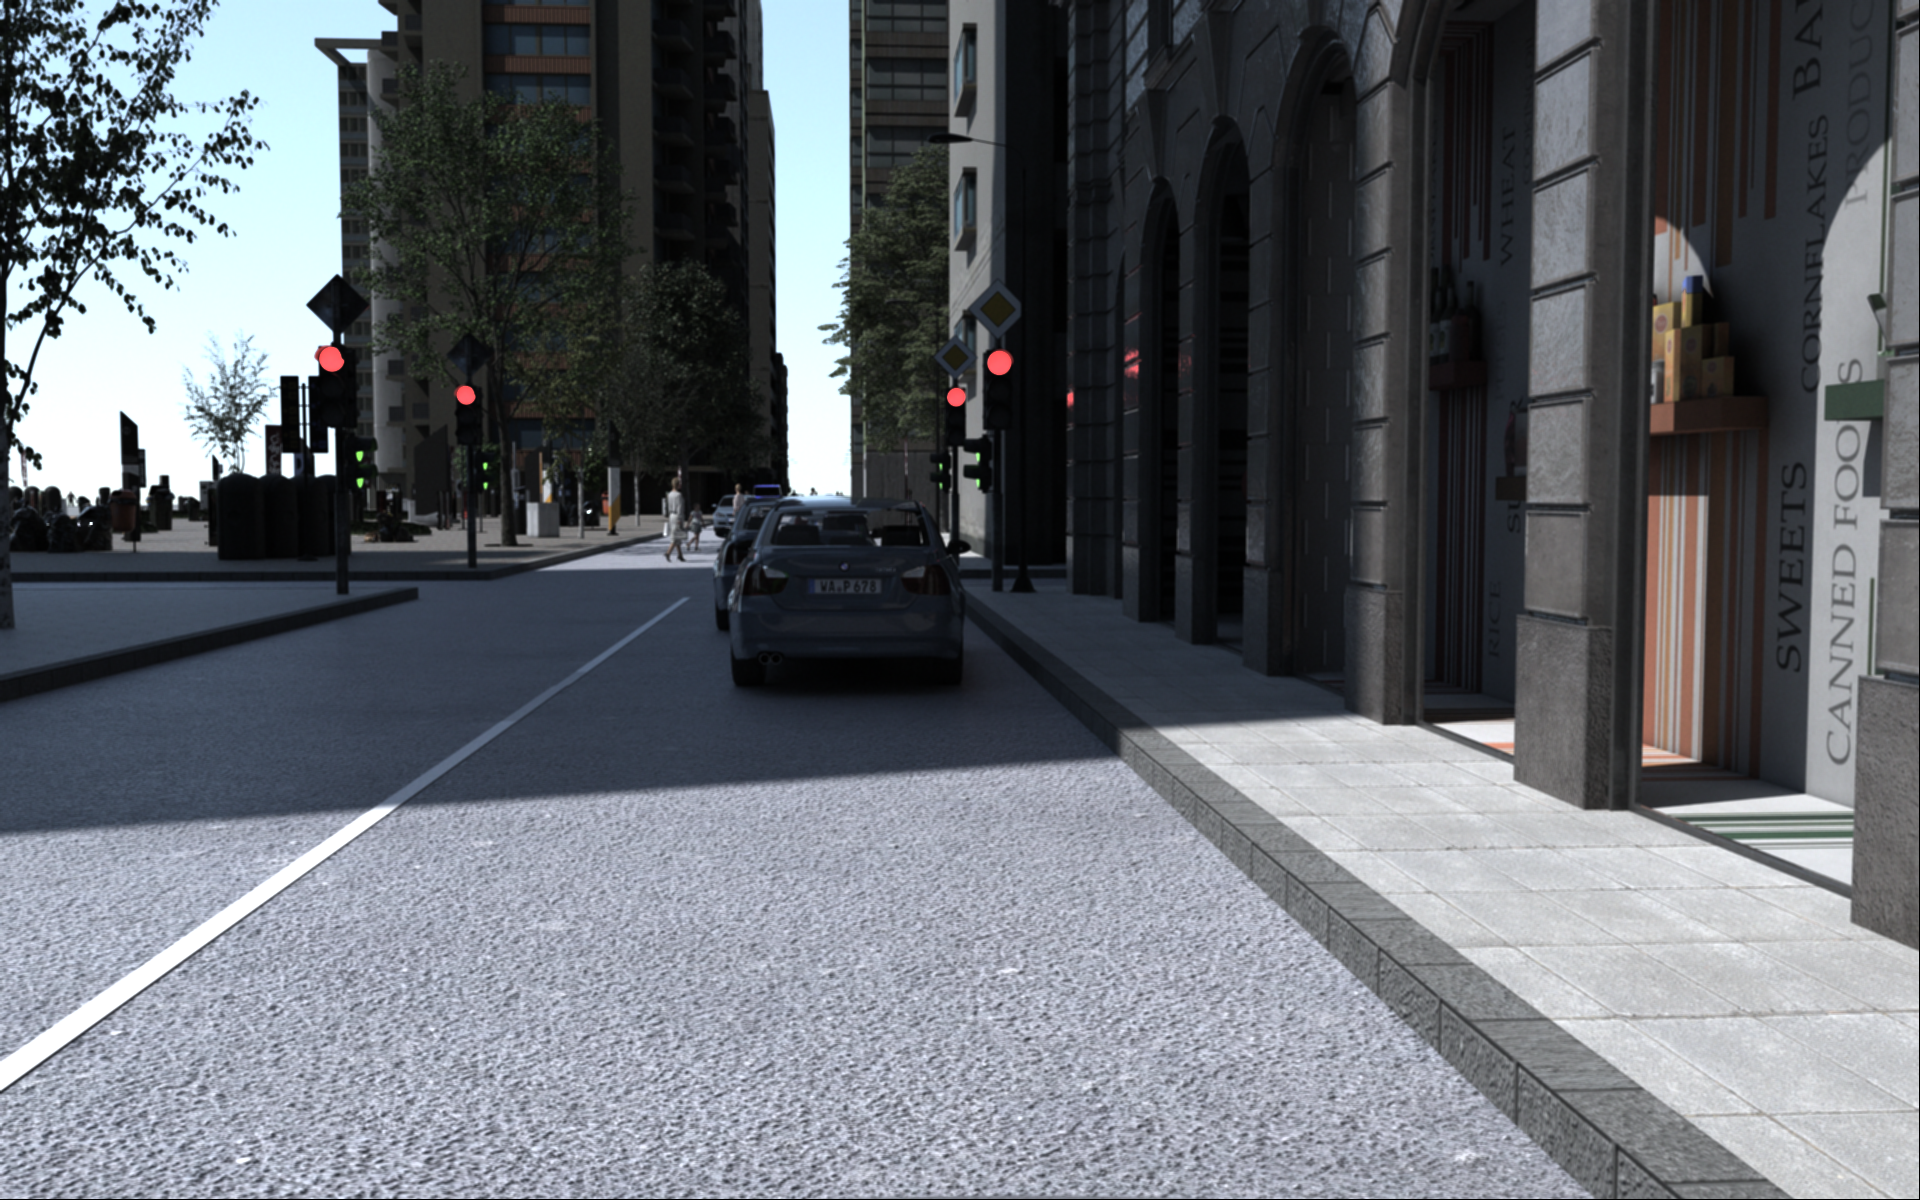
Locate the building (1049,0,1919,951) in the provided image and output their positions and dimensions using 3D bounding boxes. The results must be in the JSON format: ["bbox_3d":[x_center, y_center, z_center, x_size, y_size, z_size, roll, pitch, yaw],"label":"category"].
[{"bbox_3d":[8.075,-10.349,11.012,13.314,21.916,24.055,0,4,-4],"label":"building"}]

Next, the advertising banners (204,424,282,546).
[{"bbox_3d":[-17.753,-2.867,43.067,0.090,3.025,2.074,3,5,44],"label":"advertising banners"}]

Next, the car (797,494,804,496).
[{"bbox_3d":[-16.360,-10.075,174.952,2.015,1.641,3.980,0,4,-4],"label":"car"}]

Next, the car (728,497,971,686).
[{"bbox_3d":[-0.892,-0.139,14.270,2.014,1.417,4.499,0,4,-2],"label":"car"}]

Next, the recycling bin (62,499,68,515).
[{"bbox_3d":[-50.488,-5.171,97.098,0.722,1.027,0.722,-1,4,-18],"label":"recycling bin"}]

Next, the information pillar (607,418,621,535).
[{"bbox_3d":[-10.769,-3.824,53.881,0.183,3.616,0.504,2,4,28],"label":"information pillar"}]

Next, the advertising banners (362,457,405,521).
[{"bbox_3d":[-27.540,-5.280,82.513,2.074,3.025,0.090,-2,4,-35],"label":"advertising banners"}]

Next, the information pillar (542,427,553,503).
[{"bbox_3d":[-14.434,-4.235,60.590,0.504,3.616,0.183,3,5,42],"label":"information pillar"}]

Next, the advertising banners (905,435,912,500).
[{"bbox_3d":[-1.503,-3.312,50.346,0.090,3.025,2.074,0,4,-5],"label":"advertising banners"}]

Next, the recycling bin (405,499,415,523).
[{"bbox_3d":[-21.630,-3.468,69.258,0.722,1.027,0.722,0,4,-8],"label":"recycling bin"}]

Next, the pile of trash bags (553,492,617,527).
[{"bbox_3d":[-14.774,-3.575,68.212,3.447,1.369,1.912,2,4,35],"label":"pile of trash bags"}]

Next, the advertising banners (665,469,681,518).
[{"bbox_3d":[-15.425,-5.939,93.295,0.090,3.025,2.074,-2,4,-35],"label":"advertising banners"}]

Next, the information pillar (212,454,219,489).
[{"bbox_3d":[-43.672,-6.745,101.640,0.183,3.616,0.504,1,4,14],"label":"information pillar"}]

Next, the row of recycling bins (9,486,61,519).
[{"bbox_3d":[-48.330,-5.038,89.483,3.534,1.692,1.069,-1,4,-8],"label":"row of recycling bins"}]

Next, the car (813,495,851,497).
[{"bbox_3d":[-3.132,-1.778,41.068,2.014,1.417,4.499,0,4,-3],"label":"car"}]

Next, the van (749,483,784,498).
[{"bbox_3d":[-12.435,-6.563,111.693,2.240,2.365,5.245,0,4,-5],"label":"van"}]

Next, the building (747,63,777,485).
[{"bbox_3d":[-32.164,-35.169,198.721,21.300,48.544,21.600,0,4,-4],"label":"building"}]

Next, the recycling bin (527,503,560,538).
[{"bbox_3d":[-12.318,-2.362,51.180,0.722,1.027,0.722,-3,5,-42],"label":"recycling bin"}]

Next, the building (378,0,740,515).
[{"bbox_3d":[-26.674,-28.344,118.052,22.147,44.769,28.867,0,4,-4],"label":"building"}]

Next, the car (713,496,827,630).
[{"bbox_3d":[-1.799,-0.467,19.642,2.014,1.417,4.499,0,4,-4],"label":"car"}]

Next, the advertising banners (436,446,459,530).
[{"bbox_3d":[-18.483,-4.045,62.319,0.090,3.025,2.074,0,4,1],"label":"advertising banners"}]

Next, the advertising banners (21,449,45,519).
[{"bbox_3d":[-35.839,-4.328,66.946,2.074,3.025,0.090,3,5,41],"label":"advertising banners"}]

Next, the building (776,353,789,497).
[{"bbox_3d":[-36.584,-23.241,225.022,27.650,21.520,28.899,0,4,-4],"label":"building"}]

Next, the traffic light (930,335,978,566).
[{"bbox_3d":[-0.103,-2.557,30.721,0.839,4.253,0.868,0,4,-4],"label":"traffic light"}]

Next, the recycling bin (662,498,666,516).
[{"bbox_3d":[-17.207,-5.528,102.942,0.722,1.027,0.722,1,4,19],"label":"recycling bin"}]

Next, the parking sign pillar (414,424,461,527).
[{"bbox_3d":[-20.466,-4.817,67.224,1.447,3.967,1.447,0,4,6],"label":"parking sign pillar"}]

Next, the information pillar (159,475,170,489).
[{"bbox_3d":[-30.669,-3.810,66.790,0.304,2.012,0.304,-3,4,-39],"label":"information pillar"}]

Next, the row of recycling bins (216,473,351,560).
[{"bbox_3d":[-13.661,-1.721,35.258,1.069,1.692,3.534,1,4,17],"label":"row of recycling bins"}]

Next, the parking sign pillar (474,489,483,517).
[{"bbox_3d":[-27.763,-6.699,97.997,1.447,3.967,1.447,1,4,10],"label":"parking sign pillar"}]

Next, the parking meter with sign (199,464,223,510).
[{"bbox_3d":[-43.773,-6.385,100.658,1.738,3.016,0.543,0,4,6],"label":"parking meter with sign"}]

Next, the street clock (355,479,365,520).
[{"bbox_3d":[-23.875,-3.930,68.820,0.471,2.002,0.358,3,4,37],"label":"street clock"}]

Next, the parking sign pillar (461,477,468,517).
[{"bbox_3d":[-22.536,-5.322,75.490,1.447,3.967,1.447,0,4,1],"label":"parking sign pillar"}]

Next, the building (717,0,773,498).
[{"bbox_3d":[-36.267,-49.544,248.302,20.563,71.187,20.611,0,4,-4],"label":"building"}]

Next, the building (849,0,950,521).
[{"bbox_3d":[0.716,-25.385,98.642,14.154,41.232,14.086,0,4,-4],"label":"building"}]

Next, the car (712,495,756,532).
[{"bbox_3d":[-8.615,-3.394,67.493,2.014,1.417,4.499,0,4,-4],"label":"car"}]

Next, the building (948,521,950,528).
[{"bbox_3d":[2.934,-23.751,71.928,14.154,41.232,14.086,0,4,-4],"label":"building"}]

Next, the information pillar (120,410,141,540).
[{"bbox_3d":[-23.379,-3.512,48.777,0.183,3.616,0.504,3,4,36],"label":"information pillar"}]

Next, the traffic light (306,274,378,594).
[{"bbox_3d":[-7.916,-2.032,22.136,0.839,4.253,0.868,0,4,-4],"label":"traffic light"}]

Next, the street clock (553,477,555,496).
[{"bbox_3d":[-17.419,-4.228,73.690,0.358,2.002,0.471,1,4,8],"label":"street clock"}]

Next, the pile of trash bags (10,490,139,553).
[{"bbox_3d":[-19.563,-1.760,38.526,3.447,1.369,1.912,2,4,25],"label":"pile of trash bags"}]

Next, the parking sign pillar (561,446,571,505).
[{"bbox_3d":[-22.081,-6.604,96.443,1.447,3.967,1.447,-2,4,-33],"label":"parking sign pillar"}]

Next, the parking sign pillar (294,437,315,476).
[{"bbox_3d":[-30.993,-5.715,81.914,1.447,3.967,1.447,3,5,44],"label":"parking sign pillar"}]

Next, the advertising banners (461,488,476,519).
[{"bbox_3d":[-25.240,-5.634,88.307,2.074,3.025,0.090,1,4,14],"label":"advertising banners"}]

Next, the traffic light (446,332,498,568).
[{"bbox_3d":[-8.492,-2.519,30.101,0.839,4.253,0.868,0,4,-4],"label":"traffic light"}]

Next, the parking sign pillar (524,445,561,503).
[{"bbox_3d":[-20.937,-5.968,86.042,1.447,3.967,1.447,1,4,12],"label":"parking sign pillar"}]

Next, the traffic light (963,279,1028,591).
[{"bbox_3d":[0.473,-2.069,22.757,0.839,4.253,0.868,0,4,-4],"label":"traffic light"}]

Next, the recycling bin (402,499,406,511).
[{"bbox_3d":[-30.847,-5.099,95.927,0.722,1.027,0.722,-1,4,-8],"label":"recycling bin"}]

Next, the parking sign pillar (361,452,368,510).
[{"bbox_3d":[-35.506,-6.997,102.872,1.447,3.967,1.447,-1,4,-10],"label":"parking sign pillar"}]

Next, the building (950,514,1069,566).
[{"bbox_3d":[10.508,-25.519,40.943,21.600,48.544,21.300,0,4,-4],"label":"building"}]

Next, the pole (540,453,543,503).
[{"bbox_3d":[-20.520,-5.580,85.083,0.158,3.312,0.155,0,3,0],"label":"pole"}]

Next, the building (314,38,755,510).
[{"bbox_3d":[-33.638,-27.661,144.139,32.217,40.220,23.993,0,4,-4],"label":"building"}]

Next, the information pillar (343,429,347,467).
[{"bbox_3d":[-21.969,-4.295,61.573,0.183,3.616,0.504,1,4,17],"label":"information pillar"}]
